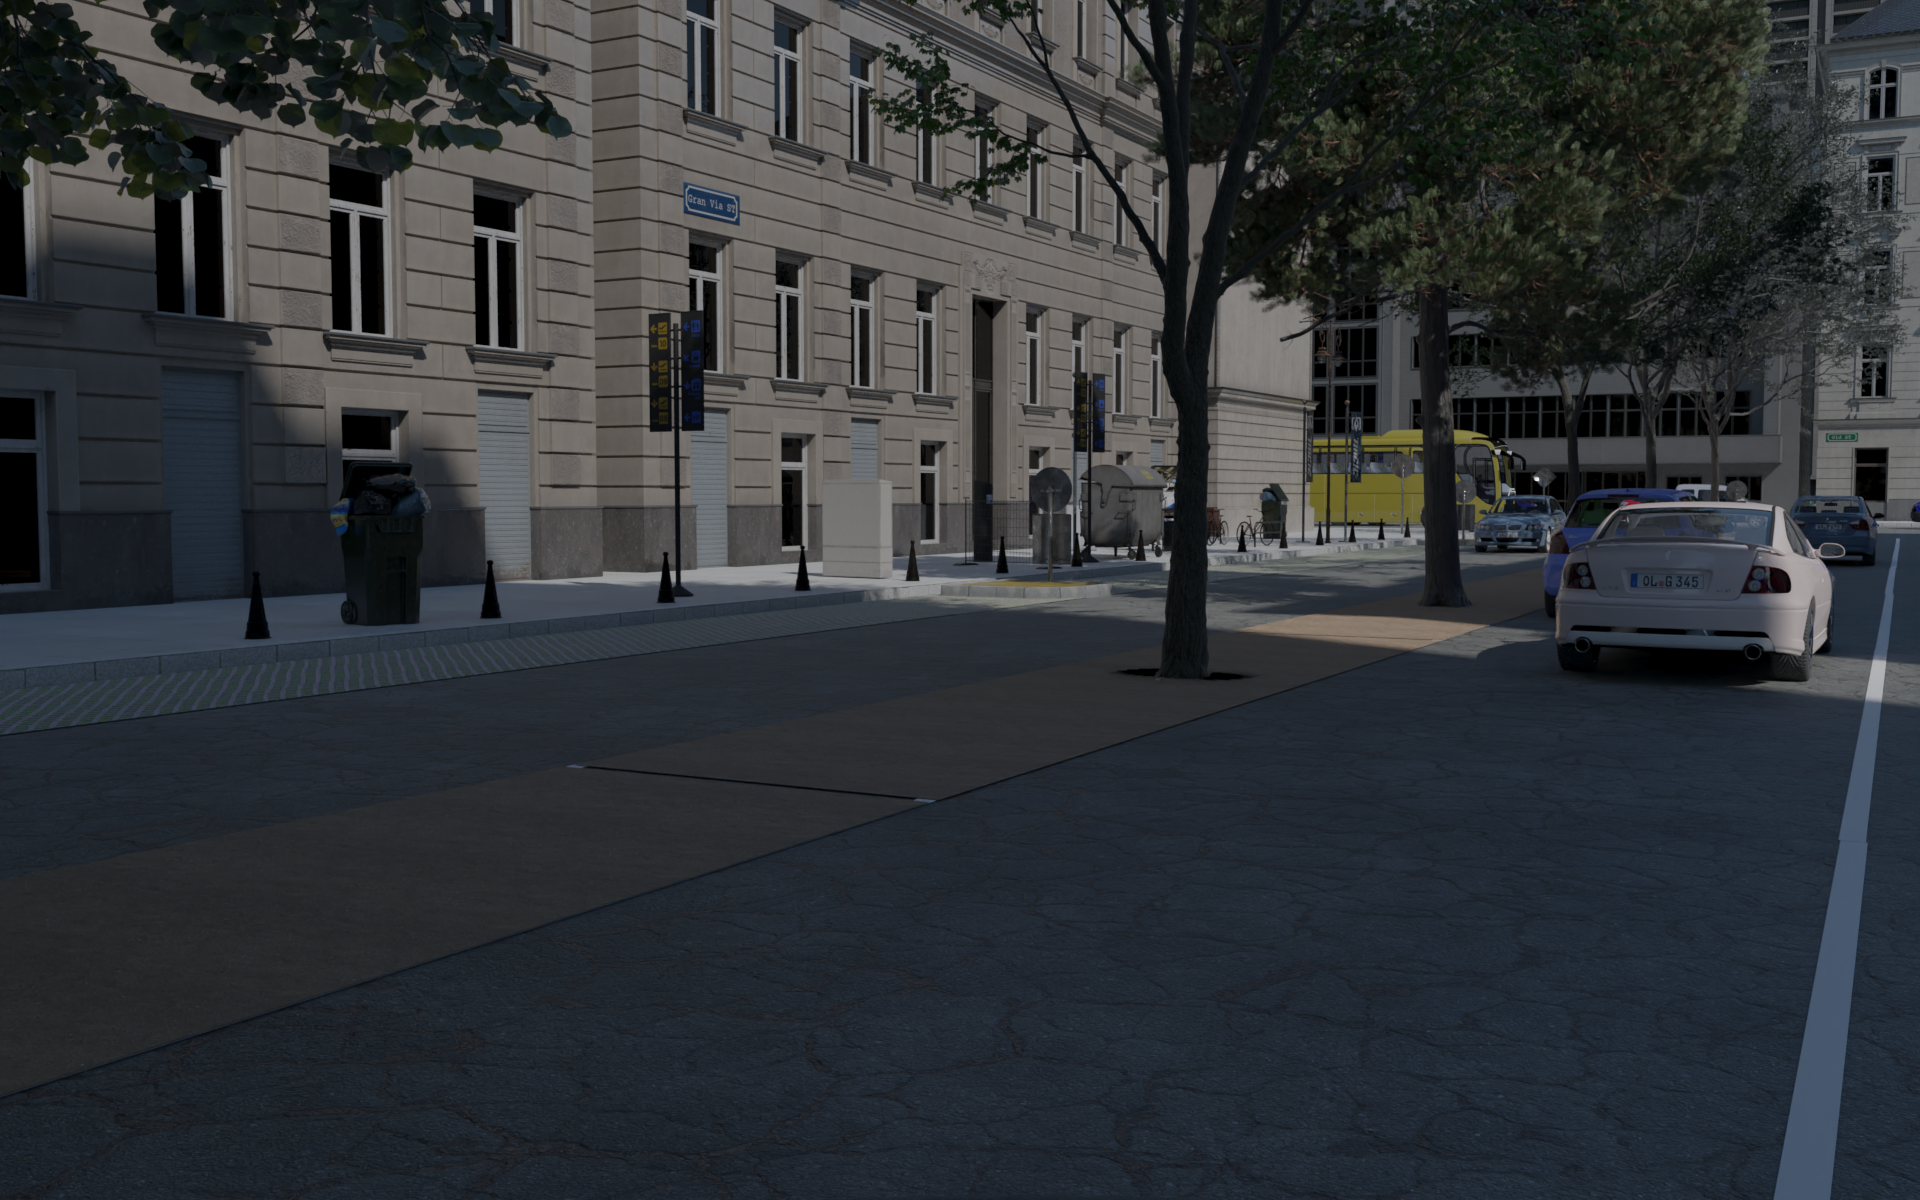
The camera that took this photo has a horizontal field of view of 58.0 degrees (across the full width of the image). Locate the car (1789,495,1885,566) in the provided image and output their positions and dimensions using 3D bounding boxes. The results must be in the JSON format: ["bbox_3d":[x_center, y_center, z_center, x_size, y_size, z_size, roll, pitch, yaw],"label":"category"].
[{"bbox_3d":[18.132,-1.474,36.100,2.014,1.417,4.499,2,4,28],"label":"car"}]

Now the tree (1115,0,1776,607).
[{"bbox_3d":[6.096,-6.857,21.991,7.806,13.903,7.818,0,3,0],"label":"tree"}]

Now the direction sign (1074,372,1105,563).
[{"bbox_3d":[2.425,-2.471,32.396,0.379,3.537,0.876,3,5,43],"label":"direction sign"}]

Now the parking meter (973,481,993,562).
[{"bbox_3d":[0.439,-1.489,32.753,0.372,1.533,0.369,0,3,0],"label":"parking meter"}]

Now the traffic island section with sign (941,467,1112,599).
[{"bbox_3d":[1.066,-0.976,24.588,1.989,1.847,2.006,2,4,29],"label":"traffic island section with sign"}]

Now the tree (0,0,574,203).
[{"bbox_3d":[-3.885,-5.754,3.196,9.857,13.997,8.962,0,3,0],"label":"tree"}]

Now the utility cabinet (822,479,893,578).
[{"bbox_3d":[-1.568,-1.091,26.517,1.173,1.500,0.318,3,4,38],"label":"utility cabinet"}]

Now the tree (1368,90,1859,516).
[{"bbox_3d":[10.734,-5.676,29.678,8.767,10.594,7.601,2,4,29],"label":"tree"}]

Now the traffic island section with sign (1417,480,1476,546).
[{"bbox_3d":[13.993,-2.426,48.301,1.989,1.847,2.006,2,4,29],"label":"traffic island section with sign"}]

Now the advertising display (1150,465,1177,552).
[{"bbox_3d":[4.714,-2.053,38.773,0.974,1.923,0.123,-1,4,-18],"label":"advertising display"}]

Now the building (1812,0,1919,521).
[{"bbox_3d":[63.838,-18.525,79.298,44.131,29.872,17.030,2,4,29],"label":"building"}]

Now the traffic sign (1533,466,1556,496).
[{"bbox_3d":[20.534,-3.503,60.911,0.795,2.450,0.064,2,4,29],"label":"traffic sign"}]

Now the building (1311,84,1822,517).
[{"bbox_3d":[30.075,-16.884,95.112,30.058,24.678,14.314,2,4,29],"label":"building"}]

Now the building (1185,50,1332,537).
[{"bbox_3d":[2.031,-11.922,59.550,19.286,19.102,10.561,2,4,29],"label":"building"}]

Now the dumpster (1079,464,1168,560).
[{"bbox_3d":[3.237,-1.765,34.614,1.264,1.857,1.865,2,4,28],"label":"dumpster"}]

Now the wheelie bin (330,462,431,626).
[{"bbox_3d":[-5.670,-0.562,17.105,0.980,1.594,0.693,-3,5,-45],"label":"wheelie bin"}]

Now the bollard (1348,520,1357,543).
[{"bbox_3d":[10.386,-1.822,45.833,0.229,0.601,0.229,0,3,0],"label":"bollard"}]

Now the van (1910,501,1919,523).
[{"bbox_3d":[41.292,-4.000,69.789,5.245,2.365,2.240,2,4,28],"label":"van"}]

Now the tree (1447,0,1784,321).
[{"bbox_3d":[15.399,-7.675,38.310,12.009,13.543,11.850,0,3,0],"label":"tree"}]

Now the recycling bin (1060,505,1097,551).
[{"bbox_3d":[2.683,-1.632,39.232,0.722,1.027,0.722,0,4,-7],"label":"recycling bin"}]

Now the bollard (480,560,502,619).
[{"bbox_3d":[-4.852,-0.114,17.898,0.229,0.601,0.229,0,3,0],"label":"bollard"}]

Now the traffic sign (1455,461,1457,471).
[{"bbox_3d":[16.172,-3.526,57.763,0.768,2.556,0.104,2,4,30],"label":"traffic sign"}]

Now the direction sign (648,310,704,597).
[{"bbox_3d":[-3.535,-1.813,21.634,0.876,3.537,0.379,2,4,32],"label":"direction sign"}]

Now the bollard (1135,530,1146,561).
[{"bbox_3d":[3.459,-1.046,33.138,0.229,0.601,0.229,0,3,0],"label":"bollard"}]

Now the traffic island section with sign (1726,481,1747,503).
[{"bbox_3d":[26.040,-3.065,58.253,2.006,1.907,1.989,2,4,29],"label":"traffic island section with sign"}]

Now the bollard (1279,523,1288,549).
[{"bbox_3d":[7.614,-1.511,40.749,0.229,0.601,0.229,0,3,0],"label":"bollard"}]

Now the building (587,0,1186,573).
[{"bbox_3d":[-4.279,-14.886,40.653,12.463,27.353,25.104,2,4,29],"label":"building"}]

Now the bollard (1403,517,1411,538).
[{"bbox_3d":[13.149,-2.132,50.903,0.229,0.601,0.229,0,3,0],"label":"bollard"}]

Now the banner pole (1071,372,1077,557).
[{"bbox_3d":[2.384,-2.800,35.794,0.401,3.779,0.863,0,4,5],"label":"banner pole"}]

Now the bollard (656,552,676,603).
[{"bbox_3d":[-3.470,-0.269,20.435,0.229,0.601,0.229,0,3,0],"label":"bollard"}]

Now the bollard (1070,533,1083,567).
[{"bbox_3d":[2.065,-0.890,30.589,0.229,0.601,0.229,0,3,0],"label":"bollard"}]

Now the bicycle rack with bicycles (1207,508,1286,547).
[{"bbox_3d":[6.679,-1.806,42.906,2.852,0.926,2.925,3,4,36],"label":"bicycle rack with bicycles"}]

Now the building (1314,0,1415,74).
[{"bbox_3d":[49.621,-47.131,208.850,20.611,71.187,20.563,2,4,29],"label":"building"}]

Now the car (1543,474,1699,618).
[{"bbox_3d":[8.214,-0.689,20.855,1.945,1.707,3.694,2,4,30],"label":"car"}]

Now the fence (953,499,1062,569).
[{"bbox_3d":[0.816,-1.175,30.413,0.480,1.192,2.264,-3,5,-43],"label":"fence"}]

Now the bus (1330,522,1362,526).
[{"bbox_3d":[15.137,-5.412,80.038,12.252,3.916,2.896,2,4,30],"label":"bus"}]

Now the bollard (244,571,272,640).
[{"bbox_3d":[-6.236,0.042,15.362,0.229,0.601,0.229,0,3,0],"label":"bollard"}]

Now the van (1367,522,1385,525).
[{"bbox_3d":[20.749,-4.498,80.553,4.112,2.044,2.013,2,4,30],"label":"van"}]

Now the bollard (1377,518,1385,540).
[{"bbox_3d":[11.768,-1.977,48.368,0.229,0.601,0.229,0,3,0],"label":"bollard"}]

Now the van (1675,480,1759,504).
[{"bbox_3d":[32.432,-4.066,73.483,4.112,2.044,2.013,2,4,29],"label":"van"}]

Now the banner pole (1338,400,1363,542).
[{"bbox_3d":[10.505,-3.450,46.419,0.863,3.779,0.401,-3,4,-38],"label":"banner pole"}]

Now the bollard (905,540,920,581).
[{"bbox_3d":[-0.699,-0.579,25.511,0.229,0.601,0.229,0,3,0],"label":"bollard"}]

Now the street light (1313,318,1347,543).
[{"bbox_3d":[9.608,-4.420,45.060,0.468,5.910,1.993,2,4,29],"label":"street light"}]

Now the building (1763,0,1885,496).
[{"bbox_3d":[117.950,-48.530,231.713,20.611,71.187,20.563,2,4,29],"label":"building"}]

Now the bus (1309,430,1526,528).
[{"bbox_3d":[15.609,-4.673,67.951,12.252,3.916,2.896,2,4,27],"label":"bus"}]

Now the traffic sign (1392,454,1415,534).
[{"bbox_3d":[14.094,-3.367,55.162,0.768,2.556,0.104,2,4,34],"label":"traffic sign"}]

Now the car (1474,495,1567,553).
[{"bbox_3d":[14.241,-1.942,43.761,2.014,1.417,4.499,2,4,28],"label":"car"}]

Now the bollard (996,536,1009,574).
[{"bbox_3d":[0.686,-0.735,28.053,0.229,0.601,0.229,0,3,0],"label":"bollard"}]

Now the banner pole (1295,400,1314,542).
[{"bbox_3d":[9.170,-3.408,45.743,0.401,3.779,0.863,-1,4,-10],"label":"banner pole"}]

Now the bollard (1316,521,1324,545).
[{"bbox_3d":[8.994,-1.667,43.290,0.229,0.601,0.229,0,3,0],"label":"bollard"}]

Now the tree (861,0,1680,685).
[{"bbox_3d":[1.786,-5.186,13.006,9.928,11.665,9.643,0,3,0],"label":"tree"}]

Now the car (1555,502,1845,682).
[{"bbox_3d":[6.386,-0.152,14.852,2.083,1.381,4.827,2,4,30],"label":"car"}]

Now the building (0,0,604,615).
[{"bbox_3d":[-16.291,-13.509,18.137,12.463,27.353,25.104,2,4,29],"label":"building"}]

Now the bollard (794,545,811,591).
[{"bbox_3d":[-2.088,-0.424,22.973,0.229,0.601,0.229,0,3,0],"label":"bollard"}]

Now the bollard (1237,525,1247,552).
[{"bbox_3d":[6.224,-1.356,38.206,0.229,0.601,0.229,0,3,0],"label":"bollard"}]
